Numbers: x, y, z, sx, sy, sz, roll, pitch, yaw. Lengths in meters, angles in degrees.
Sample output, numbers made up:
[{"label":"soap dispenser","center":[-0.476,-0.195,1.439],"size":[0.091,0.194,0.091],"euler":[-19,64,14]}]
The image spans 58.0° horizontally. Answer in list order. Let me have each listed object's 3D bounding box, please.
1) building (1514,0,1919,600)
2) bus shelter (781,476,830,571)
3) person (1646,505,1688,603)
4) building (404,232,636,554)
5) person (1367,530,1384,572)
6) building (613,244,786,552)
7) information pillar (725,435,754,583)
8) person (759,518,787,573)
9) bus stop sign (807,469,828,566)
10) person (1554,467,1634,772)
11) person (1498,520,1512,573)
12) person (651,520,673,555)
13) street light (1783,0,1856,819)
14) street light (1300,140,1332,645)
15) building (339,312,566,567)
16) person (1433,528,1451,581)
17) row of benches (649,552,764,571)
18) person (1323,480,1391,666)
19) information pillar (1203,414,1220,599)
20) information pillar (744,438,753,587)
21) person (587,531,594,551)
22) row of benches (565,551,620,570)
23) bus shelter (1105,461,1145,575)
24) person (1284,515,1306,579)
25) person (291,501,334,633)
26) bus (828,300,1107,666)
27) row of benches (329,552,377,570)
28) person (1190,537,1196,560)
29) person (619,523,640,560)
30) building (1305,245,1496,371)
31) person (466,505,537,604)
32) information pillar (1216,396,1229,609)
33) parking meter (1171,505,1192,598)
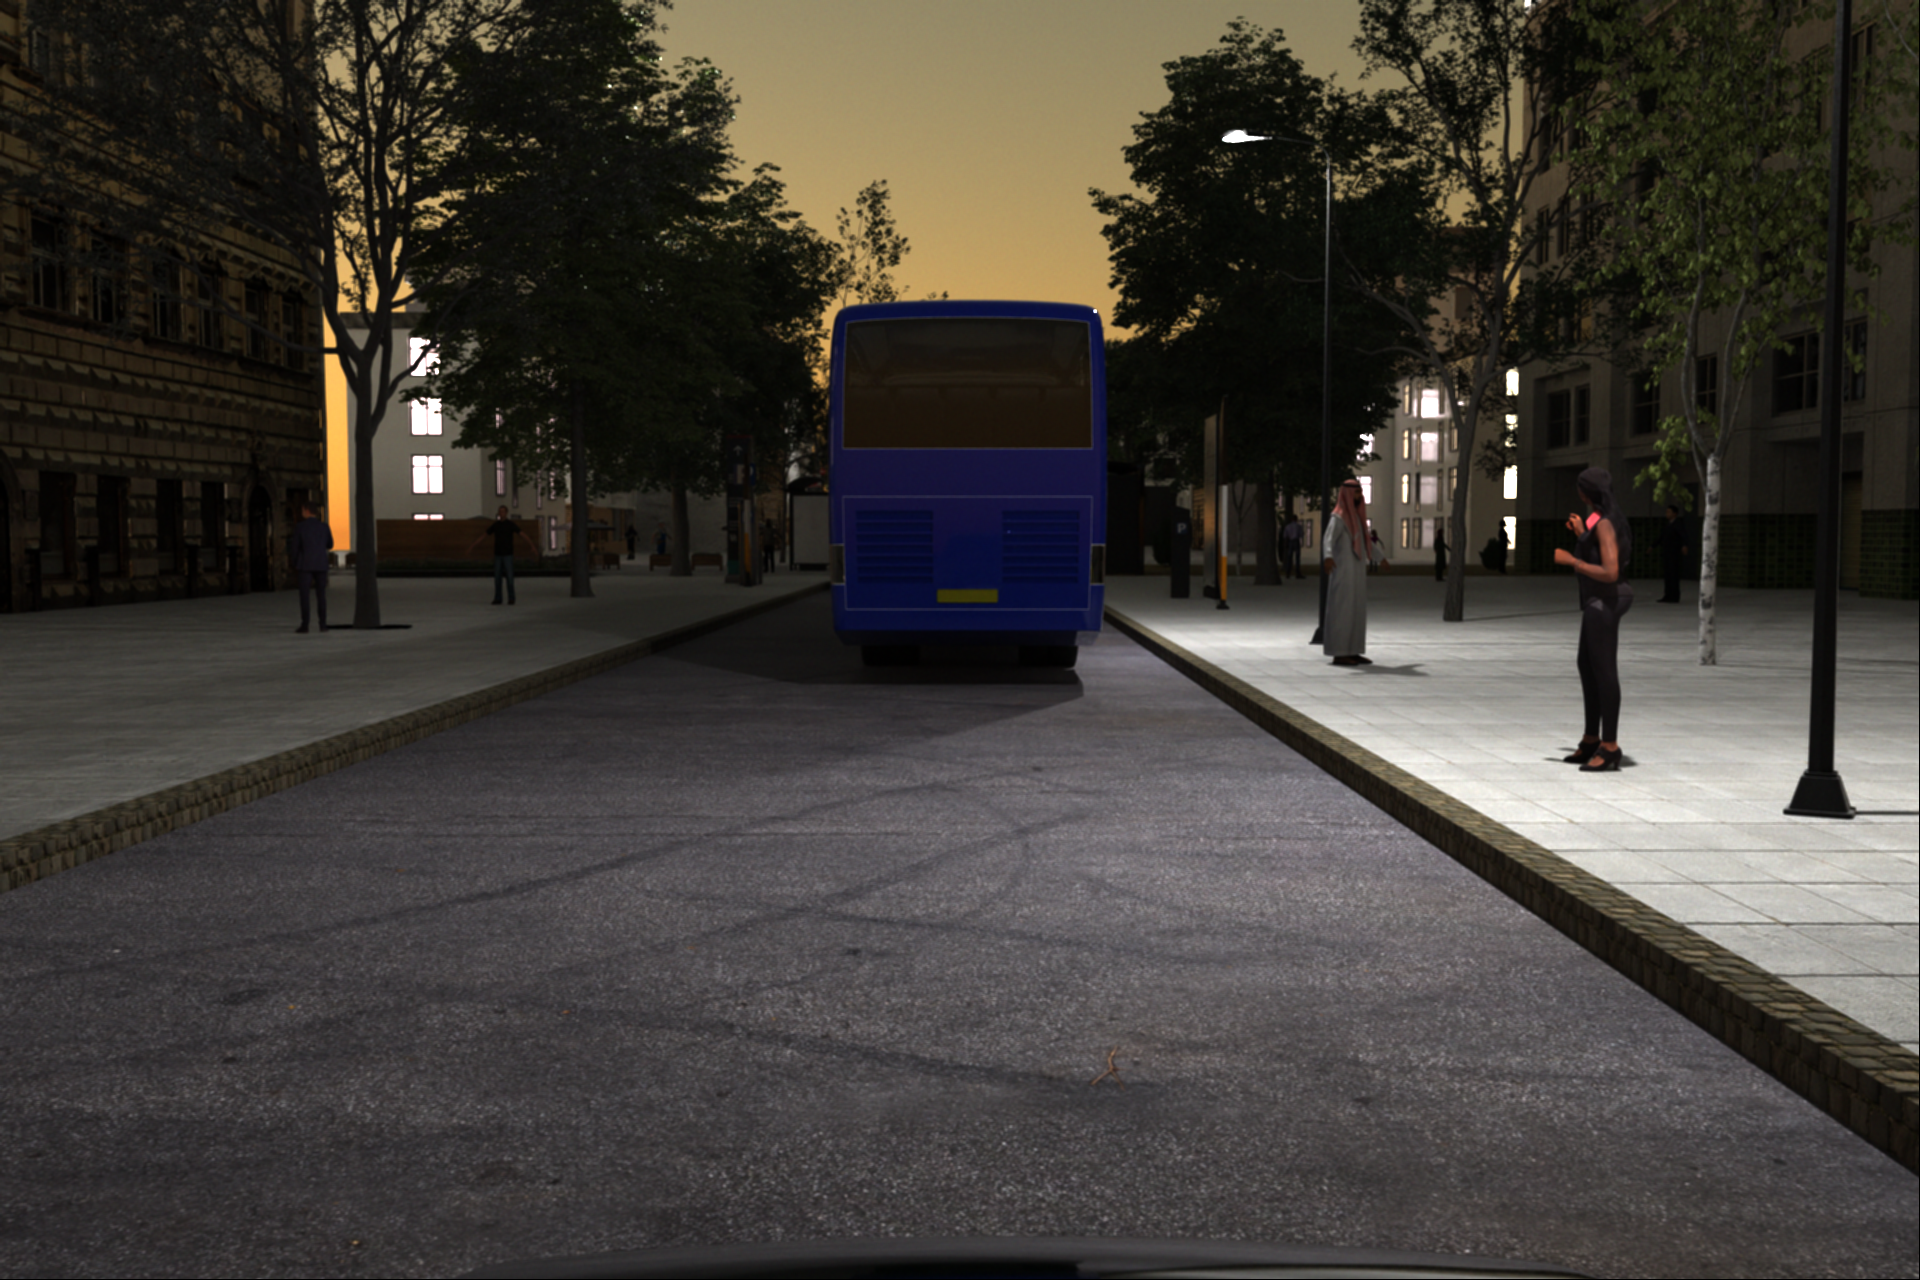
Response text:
[{"label":"building","center":[26.693,-10.695,41.321],"size":[16.747,18.905,31.486],"euler":[0,4,0]},{"label":"bus shelter","center":[-5.172,-4.224,62.982],"size":[2.014,3.302,5.546],"euler":[0,4,1]},{"label":"person","center":[13.268,-1.609,32.353],"size":[0.704,1.823,1.345],"euler":[0,4,-7]},{"label":"building","center":[-27.054,-15.183,104.670],"size":[16.016,20.090,11.380],"euler":[0,3,0]},{"label":"person","center":[13.855,-2.994,58.215],"size":[0.599,1.433,0.991],"euler":[-3,5,-41]},{"label":"building","center":[-23.508,-18.364,131.179],"size":[19.493,23.208,18.063],"euler":[0,4,1]},{"label":"information pillar","center":[-5.770,-3.435,45.536],"size":[0.750,3.857,0.750],"euler":[0,4,1]},{"label":"person","center":[-6.362,-3.149,57.607],"size":[1.348,1.813,0.705],"euler":[1,4,16]},{"label":"bus stop sign","center":[-5.808,-5.008,70.577],"size":[0.855,3.939,0.416],"euler":[0,4,0]},{"label":"person","center":[3.432,-0.120,9.471],"size":[0.415,1.643,0.593],"euler":[-1,4,-17]},{"label":"person","center":[17.785,-3.042,56.460],"size":[0.721,1.740,1.216],"euler":[0,4,5]},{"label":"person","center":[-11.831,-3.847,68.757],"size":[0.705,1.847,1.347],"euler":[2,4,32]},{"label":"street light","center":[4.495,-2.155,7.769],"size":[1.470,5.913,1.316],"euler":[0,4,1]},{"label":"street light","center":[4.789,-2.905,20.034],"size":[1.470,5.913,1.316],"euler":[0,4,0]},{"label":"building","center":[-22.575,-8.411,79.674],"size":[9.099,9.664,28.070],"euler":[0,4,0]},{"label":"person","center":[13.157,-2.326,47.238],"size":[0.599,1.438,0.989],"euler":[3,5,40]},{"label":"row of benches","center":[-8.801,-2.775,60.837],"size":[4.104,0.672,1.422],"euler":[0,4,-4]},{"label":"person","center":[3.852,-0.666,17.030],"size":[0.704,1.811,1.347],"euler":[3,4,38]},{"label":"information pillar","center":[5.087,-2.657,34.752],"size":[0.184,3.620,1.656],"euler":[0,4,0]},{"label":"information pillar","center":[-5.150,-3.098,42.005],"size":[0.183,3.616,0.504],"euler":[0,4,1]},{"label":"person","center":[-16.457,-4.312,76.271],"size":[0.705,1.858,1.354],"euler":[1,4,21]},{"label":"row of benches","center":[-13.594,-2.958,63.826],"size":[1.422,0.672,4.104],"euler":[-2,4,-32]},{"label":"bus shelter","center":[4.977,-4.036,57.266],"size":[1.731,3.624,6.357],"euler":[0,4,-1]},{"label":"person","center":[9.651,-2.680,49.731],"size":[0.709,1.838,0.599],"euler":[2,4,35]},{"label":"person","center":[-8.448,-0.957,22.608],"size":[0.541,1.710,0.530],"euler":[-2,4,-29]},{"label":"bus","center":[0.133,-1.843,21.677],"size":[2.896,3.916,12.251],"euler":[0,4,1]},{"label":"row of benches","center":[-21.803,-2.903,62.933],"size":[4.104,0.672,1.422],"euler":[0,4,-8]},{"label":"person","center":[11.232,-4.880,86.058],"size":[1.348,1.796,0.705],"euler":[-3,5,-43]},{"label":"person","center":[-16.472,-4.941,86.570],"size":[1.354,1.856,0.705],"euler":[2,4,34]},{"label":"building","center":[26.831,-16.046,118.775],"size":[16.016,20.090,11.380],"euler":[0,4,1]},{"label":"person","center":[-8.324,-1.550,31.558],"size":[1.348,1.803,0.705],"euler":[0,4,7]},{"label":"information pillar","center":[4.495,-2.339,29.602],"size":[0.183,3.616,0.504],"euler":[0,4,1]},{"label":"parking meter","center":[4.435,-1.771,34.675],"size":[0.399,1.863,0.255],"euler":[0,4,1]}]
